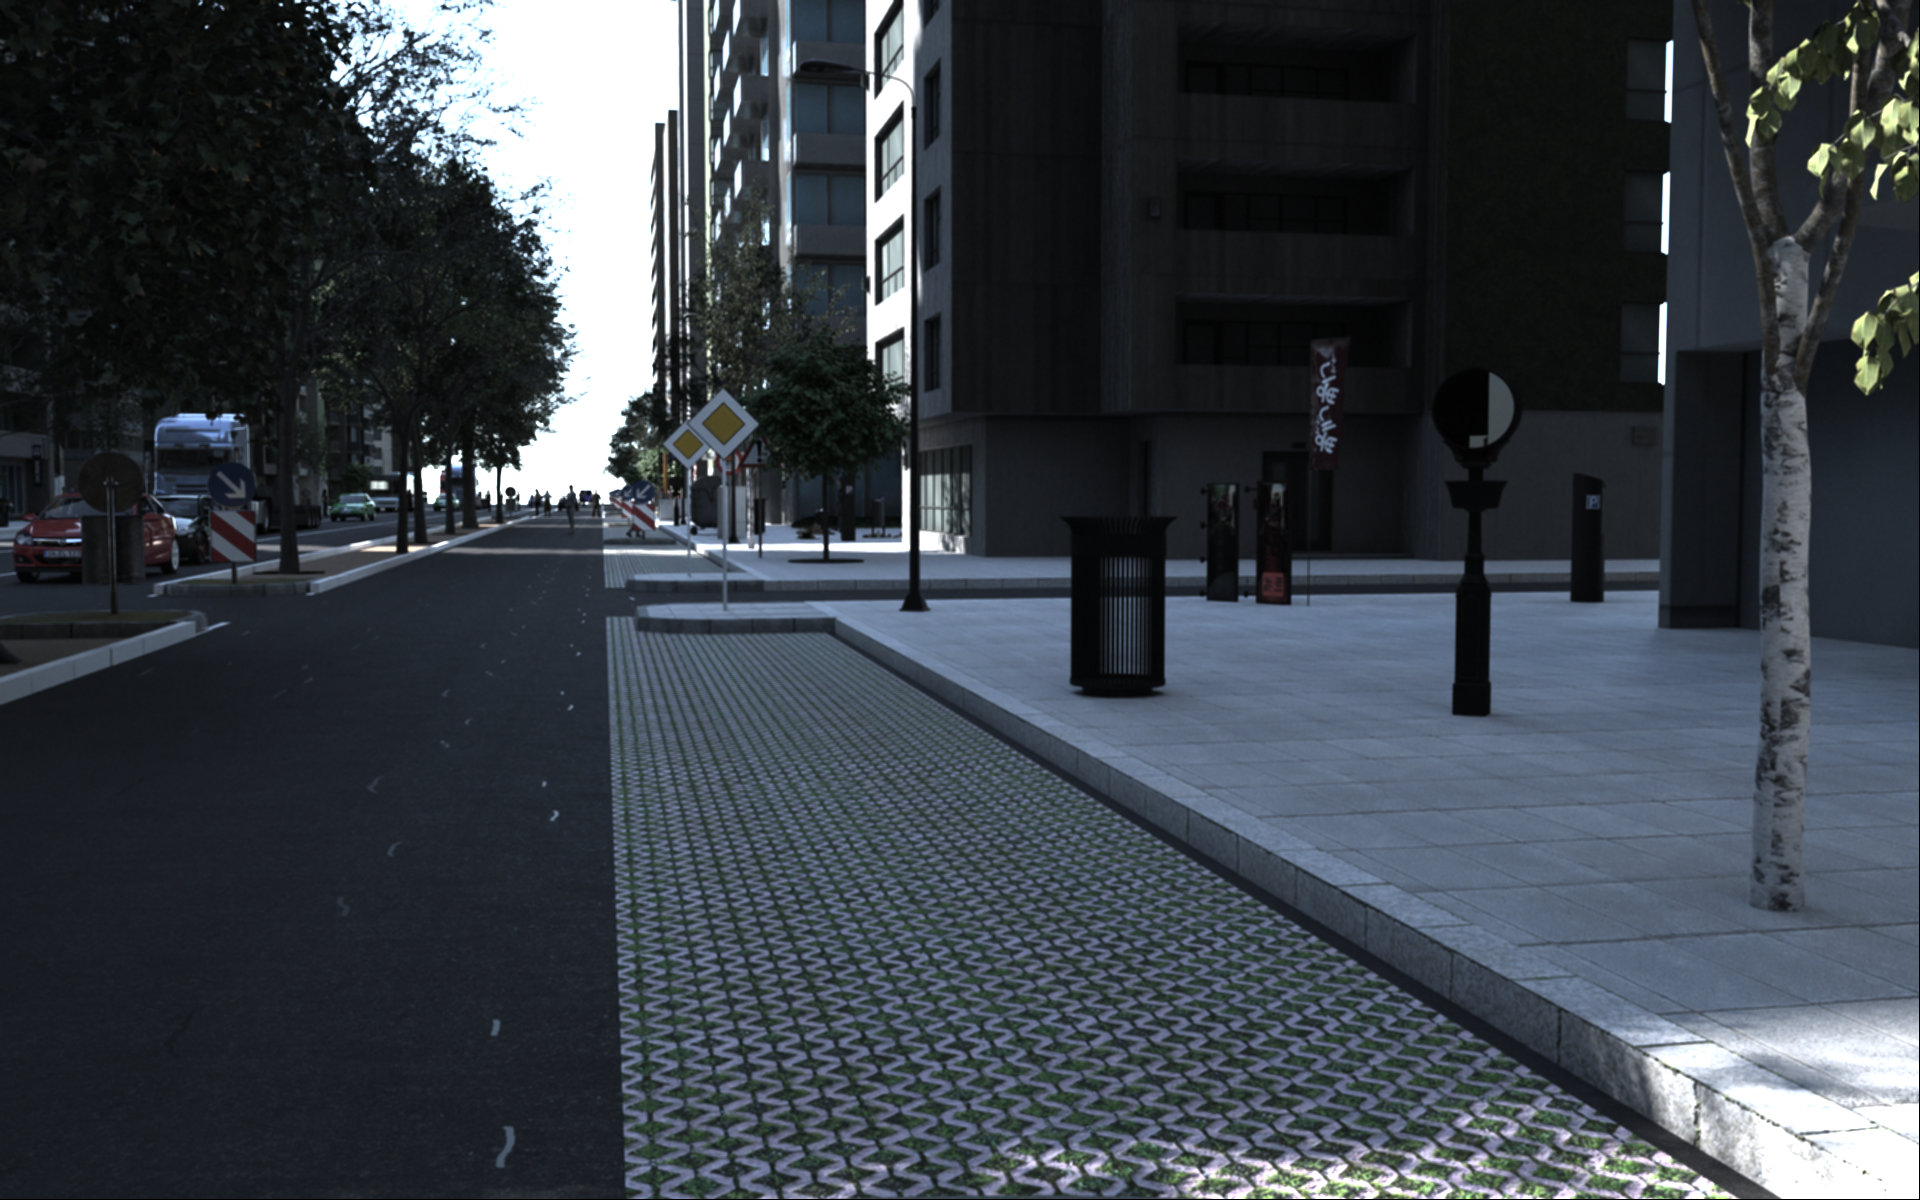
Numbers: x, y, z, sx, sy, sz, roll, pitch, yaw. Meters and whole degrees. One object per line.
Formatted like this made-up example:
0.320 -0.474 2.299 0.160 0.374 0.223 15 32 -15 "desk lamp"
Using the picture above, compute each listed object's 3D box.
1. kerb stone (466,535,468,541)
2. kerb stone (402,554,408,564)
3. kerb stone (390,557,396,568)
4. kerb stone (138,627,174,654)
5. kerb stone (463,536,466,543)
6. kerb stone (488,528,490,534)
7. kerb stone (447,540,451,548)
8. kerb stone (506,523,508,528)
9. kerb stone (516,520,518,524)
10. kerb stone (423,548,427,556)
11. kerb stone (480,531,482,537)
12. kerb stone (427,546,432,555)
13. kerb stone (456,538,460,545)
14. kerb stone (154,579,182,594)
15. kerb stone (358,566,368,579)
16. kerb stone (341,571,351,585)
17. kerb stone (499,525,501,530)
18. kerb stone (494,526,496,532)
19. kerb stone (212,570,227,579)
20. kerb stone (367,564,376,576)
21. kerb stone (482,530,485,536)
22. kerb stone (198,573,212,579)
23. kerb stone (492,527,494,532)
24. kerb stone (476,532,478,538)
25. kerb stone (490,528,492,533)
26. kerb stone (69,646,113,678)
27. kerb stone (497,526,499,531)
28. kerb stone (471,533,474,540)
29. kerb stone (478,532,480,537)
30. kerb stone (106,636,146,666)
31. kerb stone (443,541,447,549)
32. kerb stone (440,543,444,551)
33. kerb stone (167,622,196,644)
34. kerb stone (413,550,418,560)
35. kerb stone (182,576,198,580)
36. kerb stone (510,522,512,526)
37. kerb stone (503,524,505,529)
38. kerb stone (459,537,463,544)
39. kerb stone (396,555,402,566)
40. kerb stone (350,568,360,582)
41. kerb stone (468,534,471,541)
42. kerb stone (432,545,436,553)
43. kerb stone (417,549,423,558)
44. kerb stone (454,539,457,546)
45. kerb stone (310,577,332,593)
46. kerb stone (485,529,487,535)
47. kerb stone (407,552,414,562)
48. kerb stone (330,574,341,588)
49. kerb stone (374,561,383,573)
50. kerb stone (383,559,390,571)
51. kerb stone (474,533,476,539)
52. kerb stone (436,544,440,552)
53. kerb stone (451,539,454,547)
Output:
-14.819 -1.798 51.594 0.120 0.150 1.000 -1 4 -12 "kerb stone"
-11.503 -0.817 35.546 0.120 0.150 1.000 -1 4 -12 "kerb stone"
-11.090 -0.693 33.539 0.120 0.150 1.000 -1 4 -12 "kerb stone"
-7.436 0.384 15.921 0.120 0.150 1.000 -1 4 -12 "kerb stone"
-14.607 -1.737 50.594 0.120 0.150 1.000 -1 4 -12 "kerb stone"
-16.895 -2.411 61.613 0.120 0.150 1.000 -1 4 -12 "kerb stone"
-13.575 -1.430 45.574 0.120 0.150 1.000 -1 4 -12 "kerb stone"
-19.172 -3.087 72.664 0.120 0.150 1.000 -1 4 -12 "kerb stone"
-21.046 -3.639 81.695 0.120 0.150 1.000 -1 4 -12 "kerb stone"
-12.335 -1.062 39.556 0.120 0.150 1.000 -1 4 -12 "kerb stone"
-16.065 -2.166 57.609 0.120 0.150 1.000 -1 4 -12 "kerb stone"
-12.540 -1.122 40.559 0.120 0.150 1.000 -1 4 -12 "kerb stone"
-14.193 -1.609 48.585 0.120 0.150 1.000 -1 4 -12 "kerb stone"
-11.480 -0.176 25.067 0.120 0.150 1.000 -1 4 -12 "kerb stone"
-10.254 -0.448 29.513 0.120 0.150 1.000 -1 4 -12 "kerb stone"
-9.837 -0.317 27.490 0.120 0.150 1.000 -1 4 -12 "kerb stone"
-18.138 -2.779 67.646 0.120 0.150 1.000 -1 4 -12 "kerb stone"
-17.510 -2.595 64.628 0.120 0.150 1.000 -1 4 -12 "kerb stone"
-12.093 -0.359 28.073 0.120 0.150 1.000 -1 4 -12 "kerb stone"
-10.463 -0.509 30.514 0.120 0.150 1.000 -1 4 -12 "kerb stone"
-16.262 -2.227 58.613 0.120 0.150 1.000 -1 4 -12 "kerb stone"
-11.900 -0.298 27.069 0.120 0.150 1.000 -1 4 -12 "kerb stone"
-17.300 -2.534 63.623 0.120 0.150 1.000 -1 4 -12 "kerb stone"
-15.649 -2.042 55.601 0.120 0.150 1.000 -1 4 -12 "kerb stone"
-17.097 -2.466 62.615 0.120 0.150 1.000 -1 4 -12 "kerb stone"
-7.027 0.510 13.905 0.120 0.150 1.000 -1 4 -12 "kerb stone"
-17.931 -2.718 66.641 0.120 0.150 1.000 -1 4 -12 "kerb stone"
-15.230 -1.921 53.597 0.120 0.150 1.000 -1 4 -12 "kerb stone"
-15.855 -2.101 56.609 0.120 0.150 1.000 -1 4 -12 "kerb stone"
-7.229 0.447 14.921 0.120 0.150 1.000 -1 4 -12 "kerb stone"
-13.367 -1.369 44.573 0.120 0.150 1.000 -1 4 -12 "kerb stone"
-13.156 -1.302 43.570 0.120 0.150 1.000 -1 4 -12 "kerb stone"
-7.648 0.323 16.922 0.120 0.150 1.000 -1 4 -12 "kerb stone"
-11.916 -0.937 37.548 0.120 0.150 1.000 -1 4 -12 "kerb stone"
-11.685 -0.237 26.070 0.120 0.150 1.000 -1 4 -12 "kerb stone"
-19.793 -3.269 75.672 0.120 0.150 1.000 -1 4 -12 "kerb stone"
-18.752 -2.964 70.656 0.120 0.150 1.000 -1 4 -12 "kerb stone"
-14.406 -1.673 49.587 0.120 0.150 1.000 -1 4 -12 "kerb stone"
-11.293 -0.755 34.546 0.120 0.150 1.000 -1 4 -12 "kerb stone"
-10.045 -0.385 28.497 0.120 0.150 1.000 -1 4 -12 "kerb stone"
-15.030 -1.857 52.594 0.120 0.150 1.000 -1 4 -12 "kerb stone"
-12.740 -1.184 41.561 0.120 0.150 1.000 -1 4 -12 "kerb stone"
-12.122 -1.001 38.556 0.120 0.150 1.000 -1 4 -12 "kerb stone"
-13.985 -1.546 47.584 0.120 0.150 1.000 -1 4 -12 "kerb stone"
-9.415 -0.201 25.476 0.120 0.150 1.000 -1 4 -12 "kerb stone"
-16.476 -2.283 59.612 0.120 0.150 1.000 -1 4 -12 "kerb stone"
-11.703 -0.878 36.548 0.120 0.150 1.000 -1 4 -12 "kerb stone"
-9.635 -0.262 26.482 0.120 0.150 1.000 -1 4 -12 "kerb stone"
-10.670 -0.570 31.521 0.120 0.150 1.000 -1 4 -12 "kerb stone"
-10.880 -0.632 32.525 0.120 0.150 1.000 -1 4 -12 "kerb stone"
-15.438 -1.977 54.598 0.120 0.150 1.000 -1 4 -12 "kerb stone"
-12.957 -1.244 42.560 0.120 0.150 1.000 -1 4 -12 "kerb stone"
-13.779 -1.491 46.575 0.120 0.150 1.000 -1 4 -12 "kerb stone"
